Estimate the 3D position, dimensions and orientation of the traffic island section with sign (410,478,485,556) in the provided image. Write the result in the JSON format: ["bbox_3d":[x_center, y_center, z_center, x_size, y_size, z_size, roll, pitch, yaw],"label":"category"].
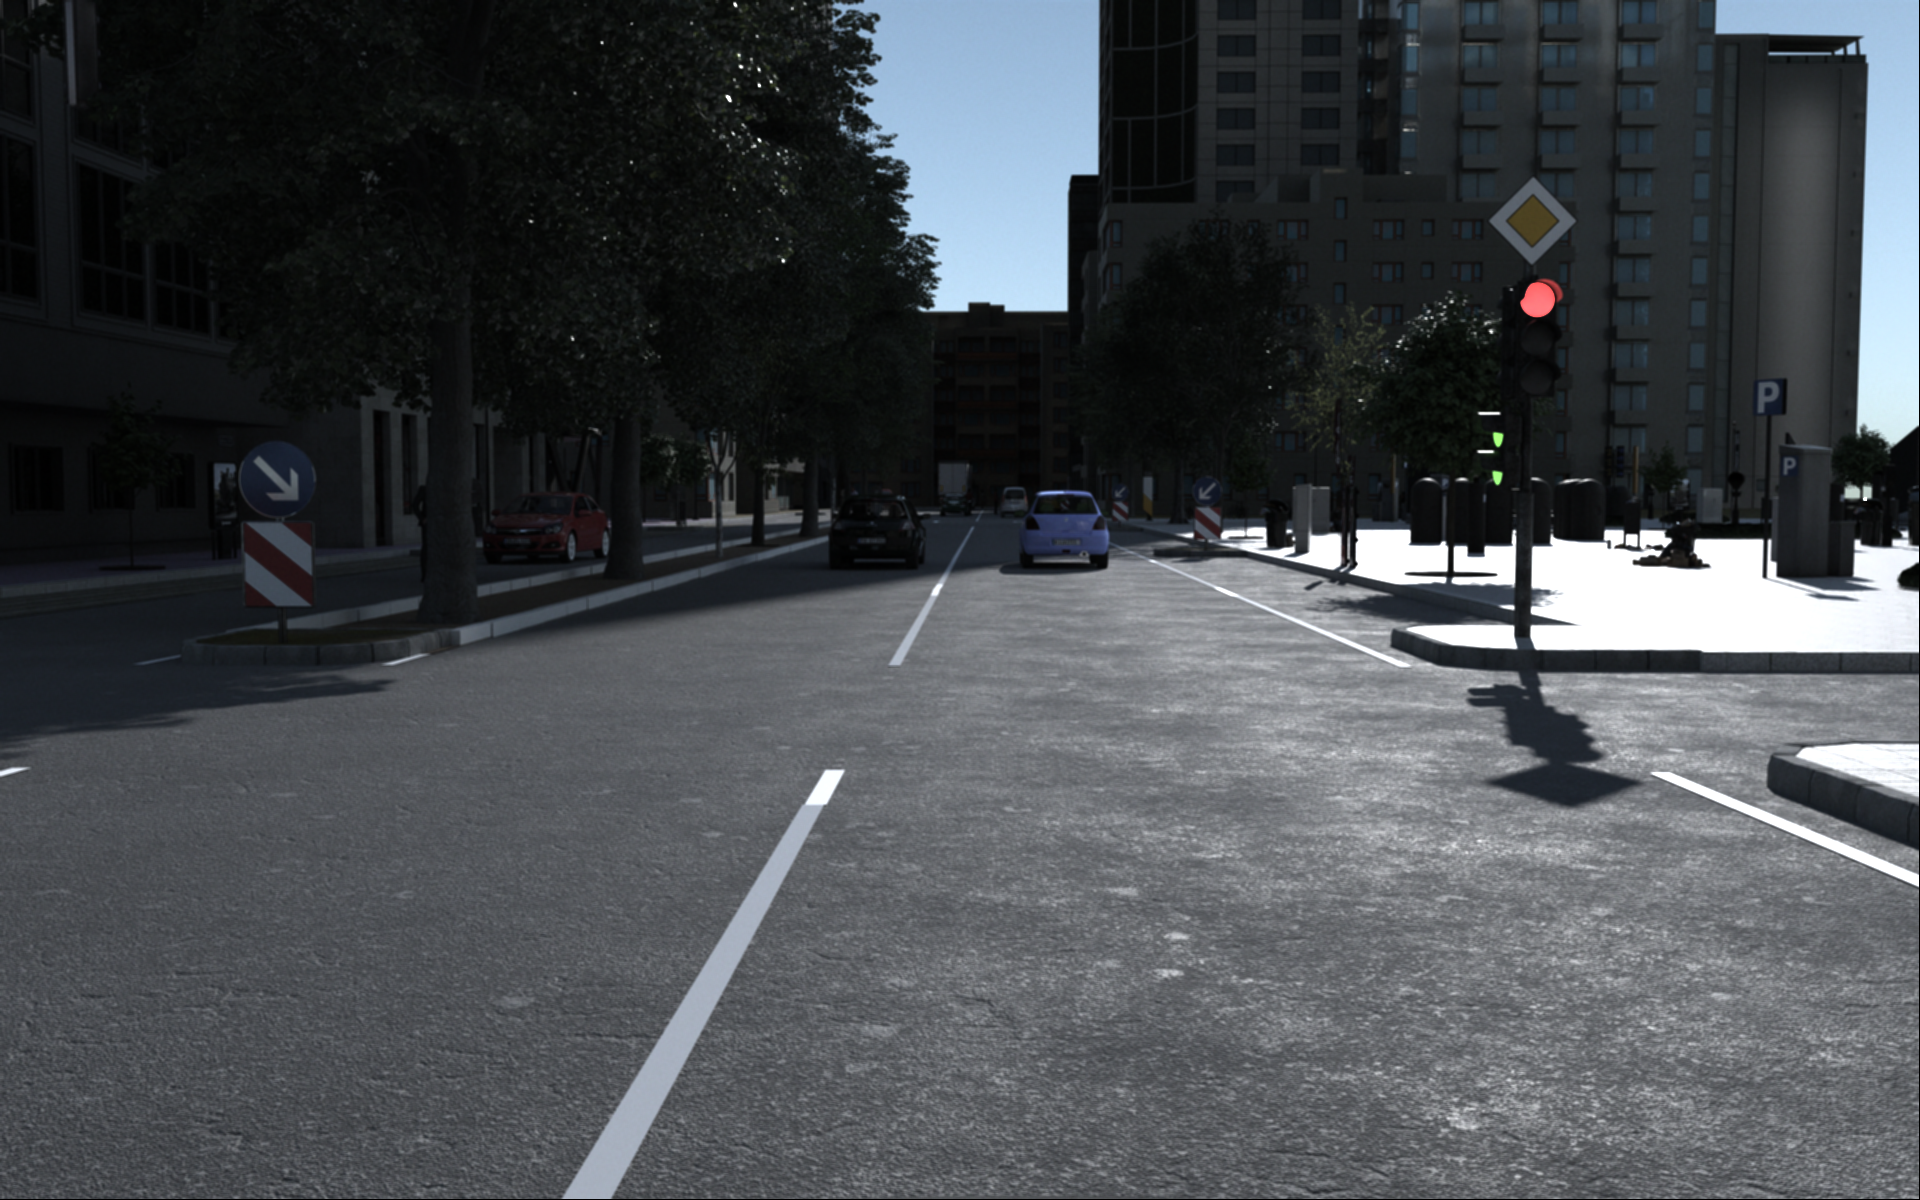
[{"bbox_3d":[-11.573,-1.949,40.488,1.989,1.847,2.006,0,4,1],"label":"traffic island section with sign"}]

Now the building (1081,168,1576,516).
[{"bbox_3d":[22.806,-16.652,117.298,27.650,21.520,28.899,0,4,1],"label":"building"}]

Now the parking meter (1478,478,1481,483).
[{"bbox_3d":[18.483,-3.456,62.212,0.399,1.863,0.255,2,4,32],"label":"parking meter"}]

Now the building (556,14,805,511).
[{"bbox_3d":[-23.328,-30.973,130.111,21.300,48.544,21.600,0,4,1],"label":"building"}]

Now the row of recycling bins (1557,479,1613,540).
[{"bbox_3d":[17.751,-2.613,49.829,1.069,1.692,3.534,1,4,9],"label":"row of recycling bins"}]

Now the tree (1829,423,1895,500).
[{"bbox_3d":[41.354,-5.858,79.490,4.285,4.588,4.351,0,3,0],"label":"tree"}]

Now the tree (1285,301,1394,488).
[{"bbox_3d":[14.375,-7.030,65.311,4.360,8.622,3.978,0,3,0],"label":"tree"}]

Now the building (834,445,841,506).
[{"bbox_3d":[-27.002,-21.026,188.812,28.899,21.520,27.650,0,4,1],"label":"building"}]

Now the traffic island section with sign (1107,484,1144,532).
[{"bbox_3d":[6.040,-3.577,67.114,1.989,1.847,2.006,0,4,1],"label":"traffic island section with sign"}]

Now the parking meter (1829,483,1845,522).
[{"bbox_3d":[20.637,-1.983,40.838,0.372,1.533,0.369,0,3,0],"label":"parking meter"}]

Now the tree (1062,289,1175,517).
[{"bbox_3d":[9.181,-10.923,96.721,7.486,12.596,7.792,0,3,0],"label":"tree"}]

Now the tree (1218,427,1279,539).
[{"bbox_3d":[8.127,-3.374,49.773,1.663,3.219,1.824,0,3,0],"label":"tree"}]

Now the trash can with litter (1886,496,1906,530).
[{"bbox_3d":[32.619,-3.086,61.517,2.233,1.210,1.678,0,4,2],"label":"trash can with litter"}]

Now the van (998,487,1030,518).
[{"bbox_3d":[3.324,-6.080,106.411,2.013,2.044,4.112,0,4,1],"label":"van"}]

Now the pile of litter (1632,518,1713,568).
[{"bbox_3d":[12.662,-1.028,30.780,1.176,0.858,1.719,0,4,3],"label":"pile of litter"}]

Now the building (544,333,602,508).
[{"bbox_3d":[-22.565,-12.133,65.830,16.820,18.784,16.811,0,4,1],"label":"building"}]

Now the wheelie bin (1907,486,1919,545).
[{"bbox_3d":[24.053,-2.164,43.287,0.693,1.594,0.980,1,4,20],"label":"wheelie bin"}]

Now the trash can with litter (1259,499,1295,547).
[{"bbox_3d":[7.679,-1.859,41.778,0.624,1.170,1.055,2,4,32],"label":"trash can with litter"}]

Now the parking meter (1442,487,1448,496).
[{"bbox_3d":[15.277,-2.809,54.336,0.372,1.533,0.369,0,3,0],"label":"parking meter"}]

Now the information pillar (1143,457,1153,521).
[{"bbox_3d":[9.023,-5.613,83.119,0.504,3.616,0.183,-1,4,-20],"label":"information pillar"}]

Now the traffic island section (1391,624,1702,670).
[{"bbox_3d":[5.076,0.411,15.569,2.009,0.180,2.903,0,4,1],"label":"traffic island section"}]

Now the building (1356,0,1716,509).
[{"bbox_3d":[49.484,-32.639,153.252,30.456,49.044,23.786,0,4,1],"label":"building"}]

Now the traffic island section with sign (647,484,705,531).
[{"bbox_3d":[-11.071,-3.618,67.790,1.989,1.847,2.006,0,4,1],"label":"traffic island section with sign"}]

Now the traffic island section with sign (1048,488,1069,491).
[{"bbox_3d":[6.958,-6.647,117.306,1.989,1.847,2.006,0,4,1],"label":"traffic island section with sign"}]

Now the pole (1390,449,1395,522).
[{"bbox_3d":[19.733,-5.206,78.960,0.158,3.312,0.155,0,3,0],"label":"pole"}]

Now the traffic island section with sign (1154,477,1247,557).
[{"bbox_3d":[5.529,-1.929,40.163,1.989,1.847,2.006,0,4,1],"label":"traffic island section with sign"}]

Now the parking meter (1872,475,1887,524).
[{"bbox_3d":[27.615,-2.833,52.038,0.399,1.863,0.255,-2,4,-25],"label":"parking meter"}]

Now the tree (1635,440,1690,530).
[{"bbox_3d":[25.164,-4.098,61.599,1.663,3.219,1.824,0,3,0],"label":"tree"}]

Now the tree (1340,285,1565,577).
[{"bbox_3d":[7.833,-2.661,27.228,4.285,4.588,4.351,0,3,0],"label":"tree"}]

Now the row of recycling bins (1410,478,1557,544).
[{"bbox_3d":[13.614,-2.335,45.296,3.534,1.692,1.069,1,4,12],"label":"row of recycling bins"}]

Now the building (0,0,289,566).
[{"bbox_3d":[-22.504,-14.328,27.766,14.314,27.812,24.014,0,4,1],"label":"building"}]

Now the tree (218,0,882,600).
[{"bbox_3d":[-5.671,-7.327,28.909,9.857,13.997,8.962,0,3,0],"label":"tree"}]

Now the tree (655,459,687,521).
[{"bbox_3d":[-13.629,-5.364,82.302,1.663,3.219,1.824,0,3,0],"label":"tree"}]

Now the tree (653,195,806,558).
[{"bbox_3d":[-5.356,-5.228,38.301,4.737,8.622,4.395,0,3,0],"label":"tree"}]

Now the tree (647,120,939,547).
[{"bbox_3d":[-5.389,-7.244,46.644,9.928,11.665,9.643,0,3,0],"label":"tree"}]

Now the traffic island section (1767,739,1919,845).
[{"bbox_3d":[4.929,0.899,7.585,2.009,0.180,2.903,0,4,1],"label":"traffic island section"}]

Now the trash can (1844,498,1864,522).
[{"bbox_3d":[30.070,-2.863,58.458,0.748,1.137,0.748,0,3,0],"label":"trash can"}]

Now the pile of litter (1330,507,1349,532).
[{"bbox_3d":[12.582,-2.721,58.449,1.719,0.858,1.176,-1,4,-15],"label":"pile of litter"}]

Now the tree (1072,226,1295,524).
[{"bbox_3d":[9.491,-9.624,74.358,9.611,12.733,9.660,0,3,0],"label":"tree"}]

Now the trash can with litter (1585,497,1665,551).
[{"bbox_3d":[15.641,-1.763,39.887,1.678,1.210,2.233,-1,4,-16],"label":"trash can with litter"}]

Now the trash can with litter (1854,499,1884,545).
[{"bbox_3d":[22.929,-1.971,43.617,0.624,1.170,1.055,3,4,36],"label":"trash can with litter"}]

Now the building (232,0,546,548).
[{"bbox_3d":[-19.118,-11.868,48.787,10.420,20.320,16.860,0,4,1],"label":"building"}]

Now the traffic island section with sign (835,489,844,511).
[{"bbox_3d":[-9.648,-8.348,145.118,1.989,1.847,2.006,0,4,1],"label":"traffic island section with sign"}]

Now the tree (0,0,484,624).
[{"bbox_3d":[-5.700,-6.719,18.970,9.857,13.997,8.962,0,3,0],"label":"tree"}]

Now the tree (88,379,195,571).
[{"bbox_3d":[-14.090,-2.124,29.330,1.663,3.219,1.824,0,3,0],"label":"tree"}]

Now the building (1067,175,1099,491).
[{"bbox_3d":[16.832,-23.699,159.177,14.160,30.474,14.107,0,4,1],"label":"building"}]

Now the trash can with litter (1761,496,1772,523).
[{"bbox_3d":[30.337,-3.337,65.621,1.678,1.210,2.233,-2,4,-26],"label":"trash can with litter"}]

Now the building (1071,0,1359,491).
[{"bbox_3d":[19.911,-42.954,140.548,20.563,71.187,20.611,0,4,1],"label":"building"}]

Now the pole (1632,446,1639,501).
[{"bbox_3d":[28.748,-4.887,73.743,0.158,3.312,0.155,0,3,0],"label":"pole"}]

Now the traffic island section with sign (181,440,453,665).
[{"bbox_3d":[-5.810,-0.446,15.430,2.006,1.907,1.989,0,4,1],"label":"traffic island section with sign"}]

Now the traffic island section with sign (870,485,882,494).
[{"bbox_3d":[-4.430,-5.041,90.556,2.006,1.907,1.989,0,4,1],"label":"traffic island section with sign"}]

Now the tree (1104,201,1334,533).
[{"bbox_3d":[8.289,-7.458,56.348,8.767,10.594,7.601,2,4,35],"label":"tree"}]

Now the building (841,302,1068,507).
[{"bbox_3d":[2.968,-20.994,188.285,28.899,21.520,27.650,0,4,1],"label":"building"}]

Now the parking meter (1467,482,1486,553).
[{"bbox_3d":[11.283,-1.799,37.823,0.372,1.533,0.369,0,3,0],"label":"parking meter"}]

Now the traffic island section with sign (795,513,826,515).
[{"bbox_3d":[-10.147,-6.686,117.944,1.989,1.847,2.006,0,4,1],"label":"traffic island section with sign"}]

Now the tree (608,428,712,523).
[{"bbox_3d":[-14.282,-5.763,77.931,4.285,4.588,4.351,0,3,0],"label":"tree"}]

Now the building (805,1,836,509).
[{"bbox_3d":[-22.485,-43.893,155.895,20.611,71.187,20.563,0,4,1],"label":"building"}]

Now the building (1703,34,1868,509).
[{"bbox_3d":[71.840,-29.009,157.890,14.086,41.232,14.154,0,4,1],"label":"building"}]

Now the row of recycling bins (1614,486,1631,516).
[{"bbox_3d":[32.337,-4.835,86.168,1.069,1.692,3.534,0,4,-3],"label":"row of recycling bins"}]

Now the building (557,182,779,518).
[{"bbox_3d":[-26.682,-15.948,105.791,27.650,21.520,28.899,0,4,1],"label":"building"}]
